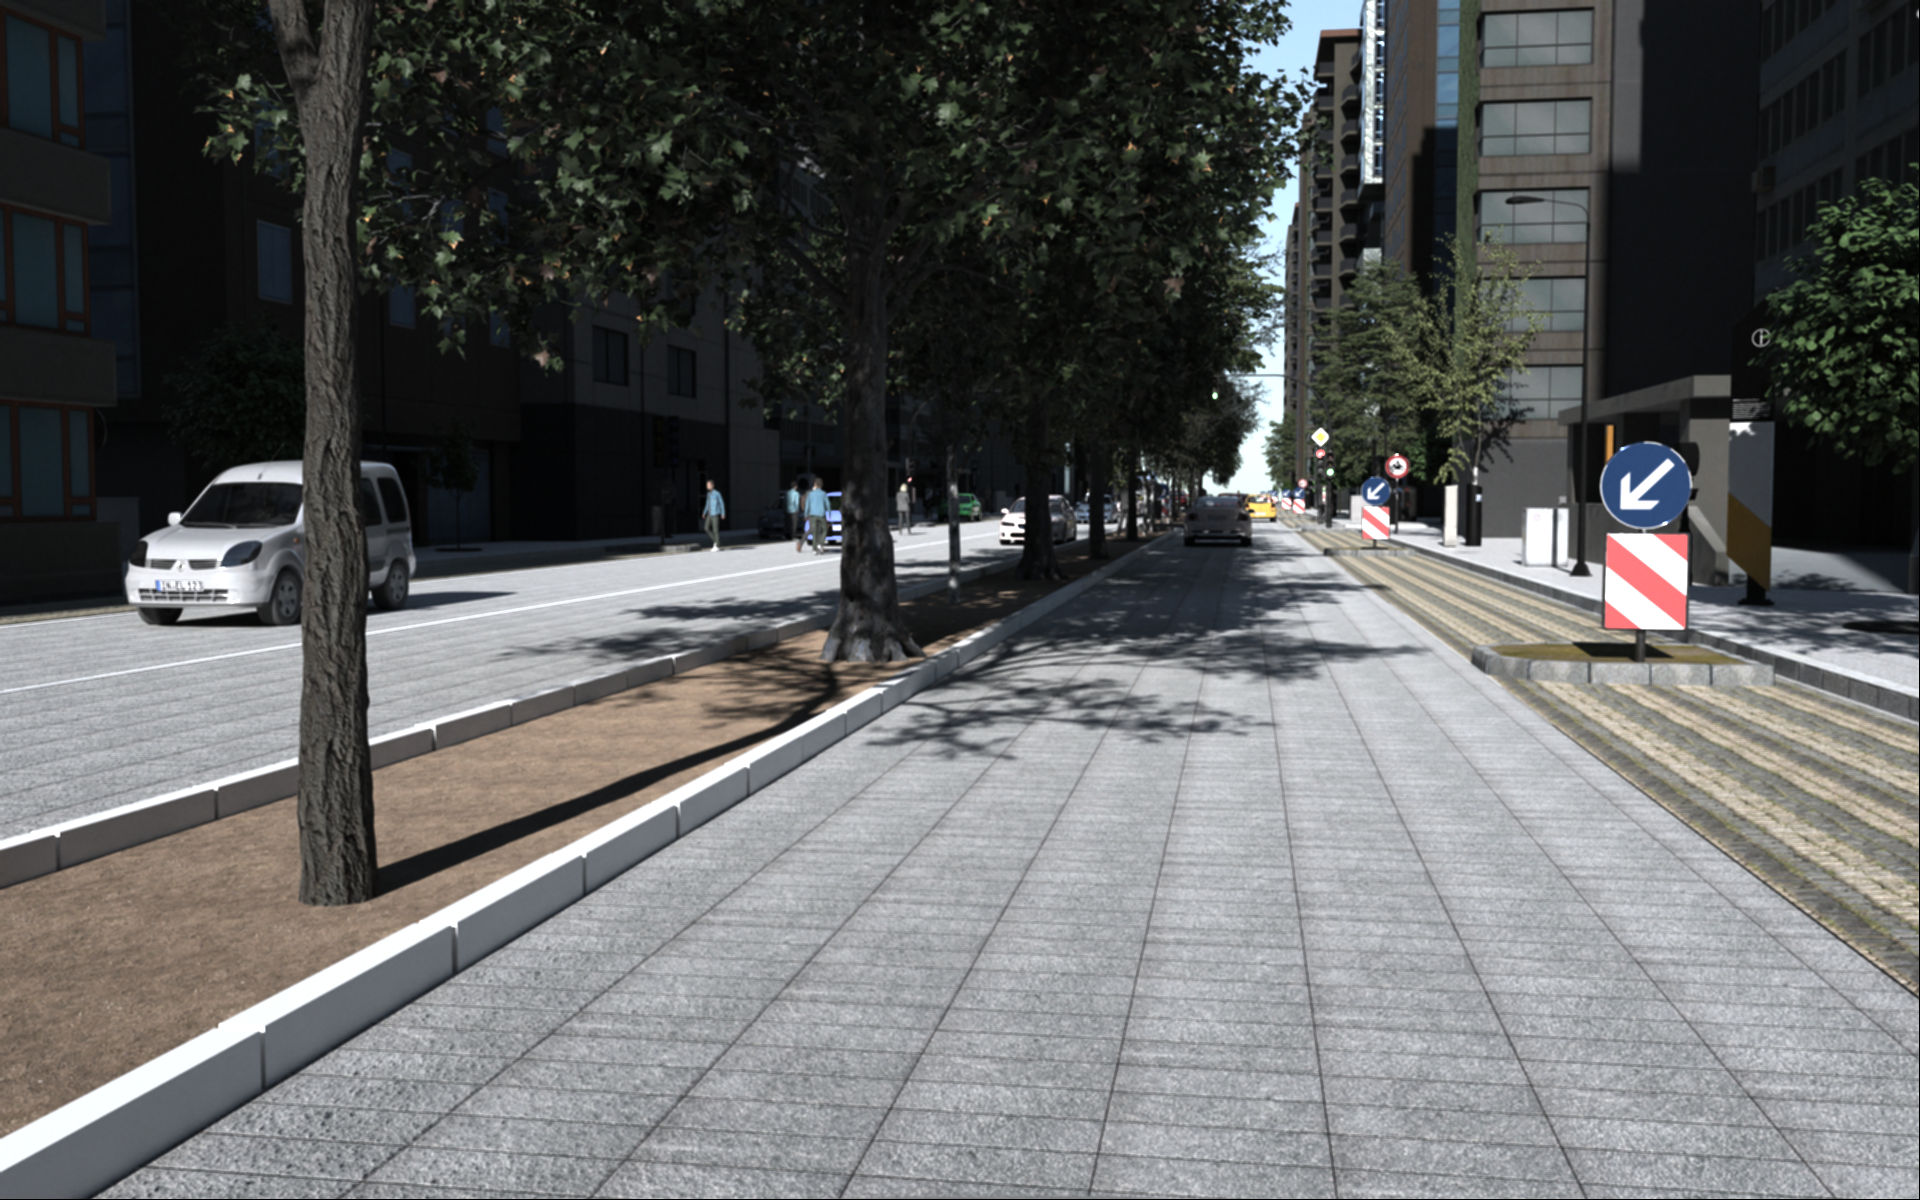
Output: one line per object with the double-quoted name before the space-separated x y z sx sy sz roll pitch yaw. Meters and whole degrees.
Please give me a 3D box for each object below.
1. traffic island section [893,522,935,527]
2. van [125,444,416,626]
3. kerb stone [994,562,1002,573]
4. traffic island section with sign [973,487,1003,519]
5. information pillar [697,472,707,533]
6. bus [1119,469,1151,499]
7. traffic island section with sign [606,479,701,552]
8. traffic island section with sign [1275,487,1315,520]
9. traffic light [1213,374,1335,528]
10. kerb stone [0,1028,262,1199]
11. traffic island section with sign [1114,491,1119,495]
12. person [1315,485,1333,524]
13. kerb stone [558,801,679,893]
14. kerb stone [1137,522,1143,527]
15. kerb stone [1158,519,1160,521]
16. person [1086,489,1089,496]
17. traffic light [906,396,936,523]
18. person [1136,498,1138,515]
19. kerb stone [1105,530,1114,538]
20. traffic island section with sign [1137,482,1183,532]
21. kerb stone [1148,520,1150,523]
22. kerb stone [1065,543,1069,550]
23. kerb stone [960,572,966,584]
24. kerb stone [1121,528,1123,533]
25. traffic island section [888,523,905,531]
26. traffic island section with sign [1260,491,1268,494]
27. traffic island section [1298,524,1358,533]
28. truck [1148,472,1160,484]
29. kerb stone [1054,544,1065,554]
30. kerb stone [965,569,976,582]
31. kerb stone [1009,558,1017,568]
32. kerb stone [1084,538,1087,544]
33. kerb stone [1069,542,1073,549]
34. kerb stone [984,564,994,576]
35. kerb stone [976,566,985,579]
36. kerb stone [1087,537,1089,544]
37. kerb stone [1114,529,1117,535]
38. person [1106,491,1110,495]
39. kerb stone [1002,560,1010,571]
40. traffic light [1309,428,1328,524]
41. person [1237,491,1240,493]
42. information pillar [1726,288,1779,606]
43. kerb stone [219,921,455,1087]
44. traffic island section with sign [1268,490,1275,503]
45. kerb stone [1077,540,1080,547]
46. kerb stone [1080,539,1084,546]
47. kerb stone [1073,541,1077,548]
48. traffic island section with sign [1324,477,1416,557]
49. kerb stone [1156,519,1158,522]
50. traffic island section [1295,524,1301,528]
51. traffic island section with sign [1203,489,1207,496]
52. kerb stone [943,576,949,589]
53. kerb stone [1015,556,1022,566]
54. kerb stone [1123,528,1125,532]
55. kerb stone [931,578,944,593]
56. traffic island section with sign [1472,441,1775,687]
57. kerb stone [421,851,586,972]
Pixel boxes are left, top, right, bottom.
"traffic island section" -2.245 -3.303 76.284 2.009 0.180 2.903 1 4 9
"van" -7.929 -0.805 20.169 2.013 2.044 4.112 0 4 8
"kerb stone" 0.591 -0.557 31.332 0.120 0.150 1.000 1 4 9
"traffic island section with sign" 1.425 -5.508 98.686 1.989 1.847 2.006 1 4 9
"information pillar" -8.424 -3.187 56.597 0.304 2.012 0.304 -1 4 -15
"bus" 18.128 -11.338 176.925 2.896 3.916 12.252 1 4 9
"traffic island section with sign" -7.601 -2.131 43.467 1.989 1.847 2.006 1 4 9
"traffic island section with sign" 18.540 -5.309 95.428 1.989 1.847 2.006 1 4 9
"traffic light" 11.858 -5.564 65.633 4.771 5.953 1.251 1 4 9
"kerb stone" -1.816 1.136 3.670 0.120 0.150 1.000 1 4 9
"traffic island section with sign" 18.266 -11.805 201.640 1.989 1.847 2.006 1 4 9
"person" 16.079 -4.153 76.528 0.709 1.813 0.853 -1 4 -17
"kerb stone" -1.319 0.953 6.711 0.120 0.150 1.000 1 4 9
"kerb stone" 8.124 -3.377 77.427 0.120 0.150 1.000 1 4 9
"kerb stone" 10.766 -4.365 93.590 0.120 0.150 1.000 1 4 9
"person" 8.453 -6.395 113.291 0.478 1.798 0.641 1 4 23
"traffic light" -0.128 -6.188 75.840 4.771 5.953 1.251 1 4 9
"person" 10.533 -5.580 104.754 0.505 1.210 0.382 3 5 44
"kerb stone" 5.049 -2.228 58.664 0.120 0.150 1.000 1 4 9
"traffic island section with sign" 7.450 -3.591 66.851 2.006 1.907 1.989 1 4 9
"kerb stone" 8.622 -3.560 80.452 0.120 0.150 1.000 1 4 9
"kerb stone" 2.567 -1.300 43.465 0.120 0.150 1.000 1 4 9
"kerb stone" -0.082 -0.312 27.290 0.120 0.150 1.000 1 4 9
"kerb stone" 5.715 -2.478 62.706 0.120 0.150 1.000 1 4 9
"traffic island section" -3.534 -2.821 68.403 2.009 0.180 2.903 1 4 9
"traffic island section with sign" 31.109 -10.006 172.225 1.989 1.847 2.006 1 4 9
"traffic island section" 13.975 -2.646 65.545 2.009 0.180 2.903 1 4 9
"truck" 23.088 -13.460 209.829 2.967 4.110 18.799 1 4 9
"kerb stone" 2.400 -1.238 42.452 0.120 0.150 1.000 1 4 9
"kerb stone" 0.082 -0.373 28.299 0.120 0.150 1.000 1 4 9
"kerb stone" 0.918 -0.678 33.354 0.120 0.150 1.000 1 4 9
"kerb stone" 3.396 -1.607 48.538 0.120 0.150 1.000 1 4 9
"kerb stone" 2.736 -1.363 44.479 0.120 0.150 1.000 1 4 9
"kerb stone" 0.413 -0.497 30.324 0.120 0.150 1.000 1 4 9
"kerb stone" 0.249 -0.435 29.307 0.120 0.150 1.000 1 4 9
"kerb stone" 3.563 -1.673 49.553 0.120 0.150 1.000 1 4 9
"kerb stone" 5.221 -2.292 59.675 0.120 0.150 1.000 1 4 9
"person" 16.079 -10.945 188.129 1.217 1.739 0.721 0 4 -5
"kerb stone" 0.752 -0.619 32.341 0.120 0.150 1.000 1 4 9
"traffic light" 15.226 -5.162 73.318 0.839 4.253 0.868 1 4 9
"person" 31.288 -11.402 194.864 0.705 1.831 1.348 0 4 4
"information pillar" 9.140 -1.750 19.965 0.504 3.616 0.183 3 5 43
"kerb stone" -1.654 1.071 4.680 0.120 0.150 1.000 1 4 9
"traffic island section with sign" 23.002 -6.976 122.681 1.989 1.847 2.006 1 4 9
"kerb stone" 3.055 -1.487 46.514 0.120 0.150 1.000 1 4 9
"kerb stone" 3.228 -1.549 47.529 0.120 0.150 1.000 1 4 9
"kerb stone" 2.903 -1.425 45.487 0.120 0.150 1.000 1 4 9
"traffic island section with sign" 9.550 -1.949 40.495 1.989 1.847 2.006 1 4 9
"kerb stone" 9.780 -3.995 87.519 0.120 0.150 1.000 1 4 9
"traffic island section" 15.264 -3.128 73.425 2.009 0.180 2.903 1 4 9
"traffic island section with sign" 20.777 -8.574 148.317 2.006 1.907 1.989 1 4 9
"kerb stone" -0.251 -0.250 26.282 0.120 0.150 1.000 1 4 9
"kerb stone" 1.079 -0.741 34.367 0.120 0.150 1.000 1 4 9
"kerb stone" 5.882 -2.540 63.720 0.120 0.150 1.000 1 4 9
"kerb stone" -0.414 -0.188 25.272 0.120 0.150 1.000 1 4 9
"traffic island section with sign" 5.204 -0.322 13.891 1.989 1.847 2.006 1 4 9
"kerb stone" -1.484 1.010 5.689 0.120 0.150 1.000 1 4 9
